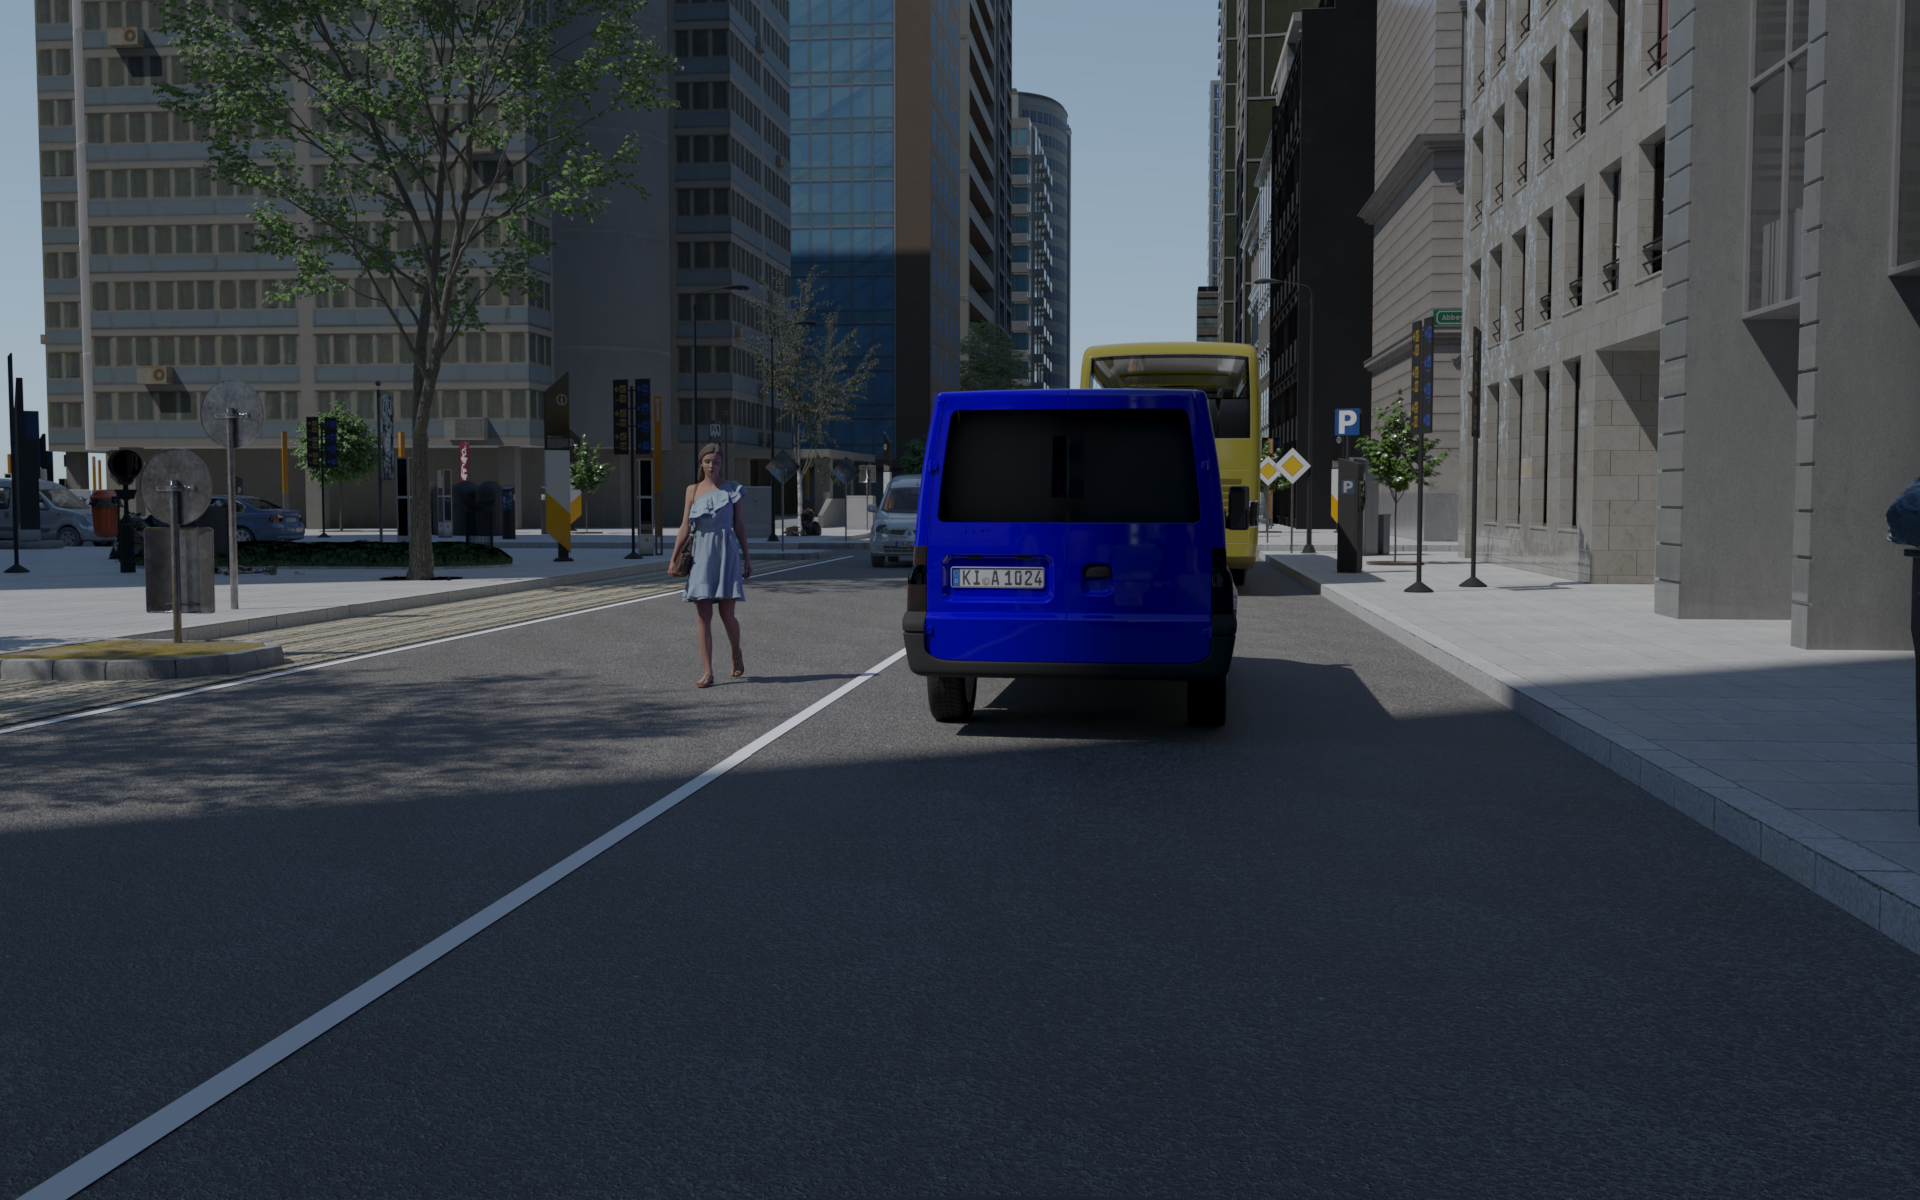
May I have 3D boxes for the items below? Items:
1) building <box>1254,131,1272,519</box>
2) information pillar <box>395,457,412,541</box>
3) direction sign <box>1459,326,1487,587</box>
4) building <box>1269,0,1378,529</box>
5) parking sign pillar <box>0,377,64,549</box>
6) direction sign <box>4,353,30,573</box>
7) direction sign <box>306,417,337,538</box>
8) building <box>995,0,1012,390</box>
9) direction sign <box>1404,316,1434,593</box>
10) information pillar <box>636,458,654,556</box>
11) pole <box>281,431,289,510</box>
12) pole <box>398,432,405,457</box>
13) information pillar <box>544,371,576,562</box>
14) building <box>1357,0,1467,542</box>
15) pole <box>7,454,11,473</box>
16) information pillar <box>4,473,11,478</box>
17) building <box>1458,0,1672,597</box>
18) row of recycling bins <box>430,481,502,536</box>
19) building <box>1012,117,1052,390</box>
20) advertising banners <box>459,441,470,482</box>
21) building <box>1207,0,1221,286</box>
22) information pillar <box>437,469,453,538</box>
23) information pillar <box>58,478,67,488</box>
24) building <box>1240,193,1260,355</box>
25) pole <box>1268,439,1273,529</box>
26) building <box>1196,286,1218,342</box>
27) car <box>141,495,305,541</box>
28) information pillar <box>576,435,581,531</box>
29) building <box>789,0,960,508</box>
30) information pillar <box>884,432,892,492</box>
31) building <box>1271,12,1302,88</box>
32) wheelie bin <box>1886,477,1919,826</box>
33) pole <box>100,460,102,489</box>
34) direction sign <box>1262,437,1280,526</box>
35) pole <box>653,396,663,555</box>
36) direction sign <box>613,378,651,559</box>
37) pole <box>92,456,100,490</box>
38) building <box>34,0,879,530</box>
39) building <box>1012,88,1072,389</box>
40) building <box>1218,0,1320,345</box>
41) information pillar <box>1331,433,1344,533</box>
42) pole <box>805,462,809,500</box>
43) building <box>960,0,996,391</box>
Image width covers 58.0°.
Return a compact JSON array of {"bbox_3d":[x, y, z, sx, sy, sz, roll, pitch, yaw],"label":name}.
[{"bbox_3d":[20.274,-14.586,87.636,9.793,20.994,18.267,0,4,6],"label":"building"},{"bbox_3d":[-10.919,-1.819,34.230,0.304,2.012,0.304,1,4,20],"label":"information pillar"},{"bbox_3d":[7.098,-1.948,23.854,0.379,3.537,0.876,1,4,22],"label":"direction sign"},{"bbox_3d":[19.184,-14.656,69.301,12.332,23.373,15.834,0,4,6],"label":"building"},{"bbox_3d":[-21.950,-3.196,40.734,1.447,3.967,1.447,-2,4,-32],"label":"parking sign pillar"},{"bbox_3d":[-15.412,-2.214,28.197,0.379,3.537,0.876,-2,4,-31],"label":"direction sign"},{"bbox_3d":[-18.762,-3.608,50.981,0.876,3.537,0.379,-3,5,-40],"label":"direction sign"},{"bbox_3d":[-3.129,-44.984,173.732,20.563,71.187,20.611,0,4,6],"label":"building"},{"bbox_3d":[6.000,-1.868,22.545,0.379,3.537,0.876,0,4,-2],"label":"direction sign"},{"bbox_3d":[-6.525,-1.921,35.907,0.304,2.012,0.304,-1,4,-17],"label":"information pillar"},{"bbox_3d":[-21.897,-3.815,56.216,0.158,3.312,0.155,0,3,0],"label":"pole"},{"bbox_3d":[-18.269,-3.847,56.747,0.158,3.312,0.155,0,3,0],"label":"pole"},{"bbox_3d":[-7.618,-2.536,32.825,0.504,3.616,0.183,-2,4,-35],"label":"information pillar"},{"bbox_3d":[24.251,-16.108,50.755,23.554,28.519,14.401,0,4,6],"label":"building"},{"bbox_3d":[-48.212,-5.755,87.944,0.158,3.312,0.155,0,3,0],"label":"pole"},{"bbox_3d":[-33.624,-3.481,61.414,0.304,2.012,0.304,1,4,10],"label":"information pillar"},{"bbox_3d":[14.400,-10.466,25.865,10.420,20.320,16.860,0,4,6],"label":"building"},{"bbox_3d":[-15.578,-2.858,53.840,3.534,1.692,1.069,2,4,33],"label":"row of recycling bins"},{"bbox_3d":[0.248,-36.902,222.950,23.786,49.044,30.456,0,4,6],"label":"building"},{"bbox_3d":[-16.863,-3.736,57.272,2.074,3.025,0.090,3,4,36],"label":"advertising banners"},{"bbox_3d":[46.276,-57.936,259.921,22.319,86.520,31.000,0,4,6],"label":"building"},{"bbox_3d":[-15.127,-2.835,50.851,0.304,2.012,0.304,3,5,40],"label":"information pillar"},{"bbox_3d":[-42.202,-4.713,81.542,0.304,2.012,0.304,0,4,-8],"label":"information pillar"},{"bbox_3d":[23.656,-16.576,107.173,11.583,22.565,21.152,0,4,6],"label":"building"},{"bbox_3d":[11.439,-4.281,63.841,0.158,3.312,0.155,0,3,0],"label":"pole"},{"bbox_3d":[39.673,-28.625,239.716,14.160,30.474,14.107,0,4,6],"label":"building"},{"bbox_3d":[-18.968,-1.950,43.892,4.499,1.417,2.014,0,4,7],"label":"car"},{"bbox_3d":[-13.361,-4.191,59.872,0.504,3.616,0.183,-2,4,-27],"label":"information pillar"},{"bbox_3d":[-7.639,-27.459,99.073,14.600,45.320,14.200,0,4,6],"label":"building"},{"bbox_3d":[-2.740,-4.527,65.367,0.183,3.616,0.504,-2,4,-31],"label":"information pillar"},{"bbox_3d":[37.331,-27.082,134.674,32.217,40.220,23.993,0,4,6],"label":"building"},{"bbox_3d":[3.921,0.091,6.422,0.980,1.594,0.693,0,4,5],"label":"wheelie bin"},{"bbox_3d":[-51.390,-6.706,103.494,0.158,3.312,0.155,0,3,0],"label":"pole"},{"bbox_3d":[12.422,-4.729,69.317,0.876,3.537,0.379,-2,4,-27],"label":"direction sign"},{"bbox_3d":[-6.312,-2.590,36.194,0.158,3.312,0.155,0,3,0],"label":"pole"},{"bbox_3d":[-6.463,-2.580,34.178,0.876,3.537,0.379,2,4,25],"label":"direction sign"},{"bbox_3d":[-46.714,-6.096,93.507,0.158,3.312,0.155,0,3,0],"label":"pole"},{"bbox_3d":[-20.406,-23.286,72.611,32.217,40.220,23.993,0,4,6],"label":"building"},{"bbox_3d":[4.969,-43.468,252.697,21.231,58.520,28.212,0,4,6],"label":"building"},{"bbox_3d":[41.370,-47.828,220.245,20.563,71.187,20.611,0,4,6],"label":"building"},{"bbox_3d":[12.493,-4.031,57.268,0.183,3.616,0.504,-2,4,-31],"label":"information pillar"},{"bbox_3d":[-7.949,-5.892,90.178,0.158,3.312,0.155,0,3,0],"label":"pole"},{"bbox_3d":[-8.843,-31.149,132.980,21.300,48.544,21.600,0,4,6],"label":"building"}]
